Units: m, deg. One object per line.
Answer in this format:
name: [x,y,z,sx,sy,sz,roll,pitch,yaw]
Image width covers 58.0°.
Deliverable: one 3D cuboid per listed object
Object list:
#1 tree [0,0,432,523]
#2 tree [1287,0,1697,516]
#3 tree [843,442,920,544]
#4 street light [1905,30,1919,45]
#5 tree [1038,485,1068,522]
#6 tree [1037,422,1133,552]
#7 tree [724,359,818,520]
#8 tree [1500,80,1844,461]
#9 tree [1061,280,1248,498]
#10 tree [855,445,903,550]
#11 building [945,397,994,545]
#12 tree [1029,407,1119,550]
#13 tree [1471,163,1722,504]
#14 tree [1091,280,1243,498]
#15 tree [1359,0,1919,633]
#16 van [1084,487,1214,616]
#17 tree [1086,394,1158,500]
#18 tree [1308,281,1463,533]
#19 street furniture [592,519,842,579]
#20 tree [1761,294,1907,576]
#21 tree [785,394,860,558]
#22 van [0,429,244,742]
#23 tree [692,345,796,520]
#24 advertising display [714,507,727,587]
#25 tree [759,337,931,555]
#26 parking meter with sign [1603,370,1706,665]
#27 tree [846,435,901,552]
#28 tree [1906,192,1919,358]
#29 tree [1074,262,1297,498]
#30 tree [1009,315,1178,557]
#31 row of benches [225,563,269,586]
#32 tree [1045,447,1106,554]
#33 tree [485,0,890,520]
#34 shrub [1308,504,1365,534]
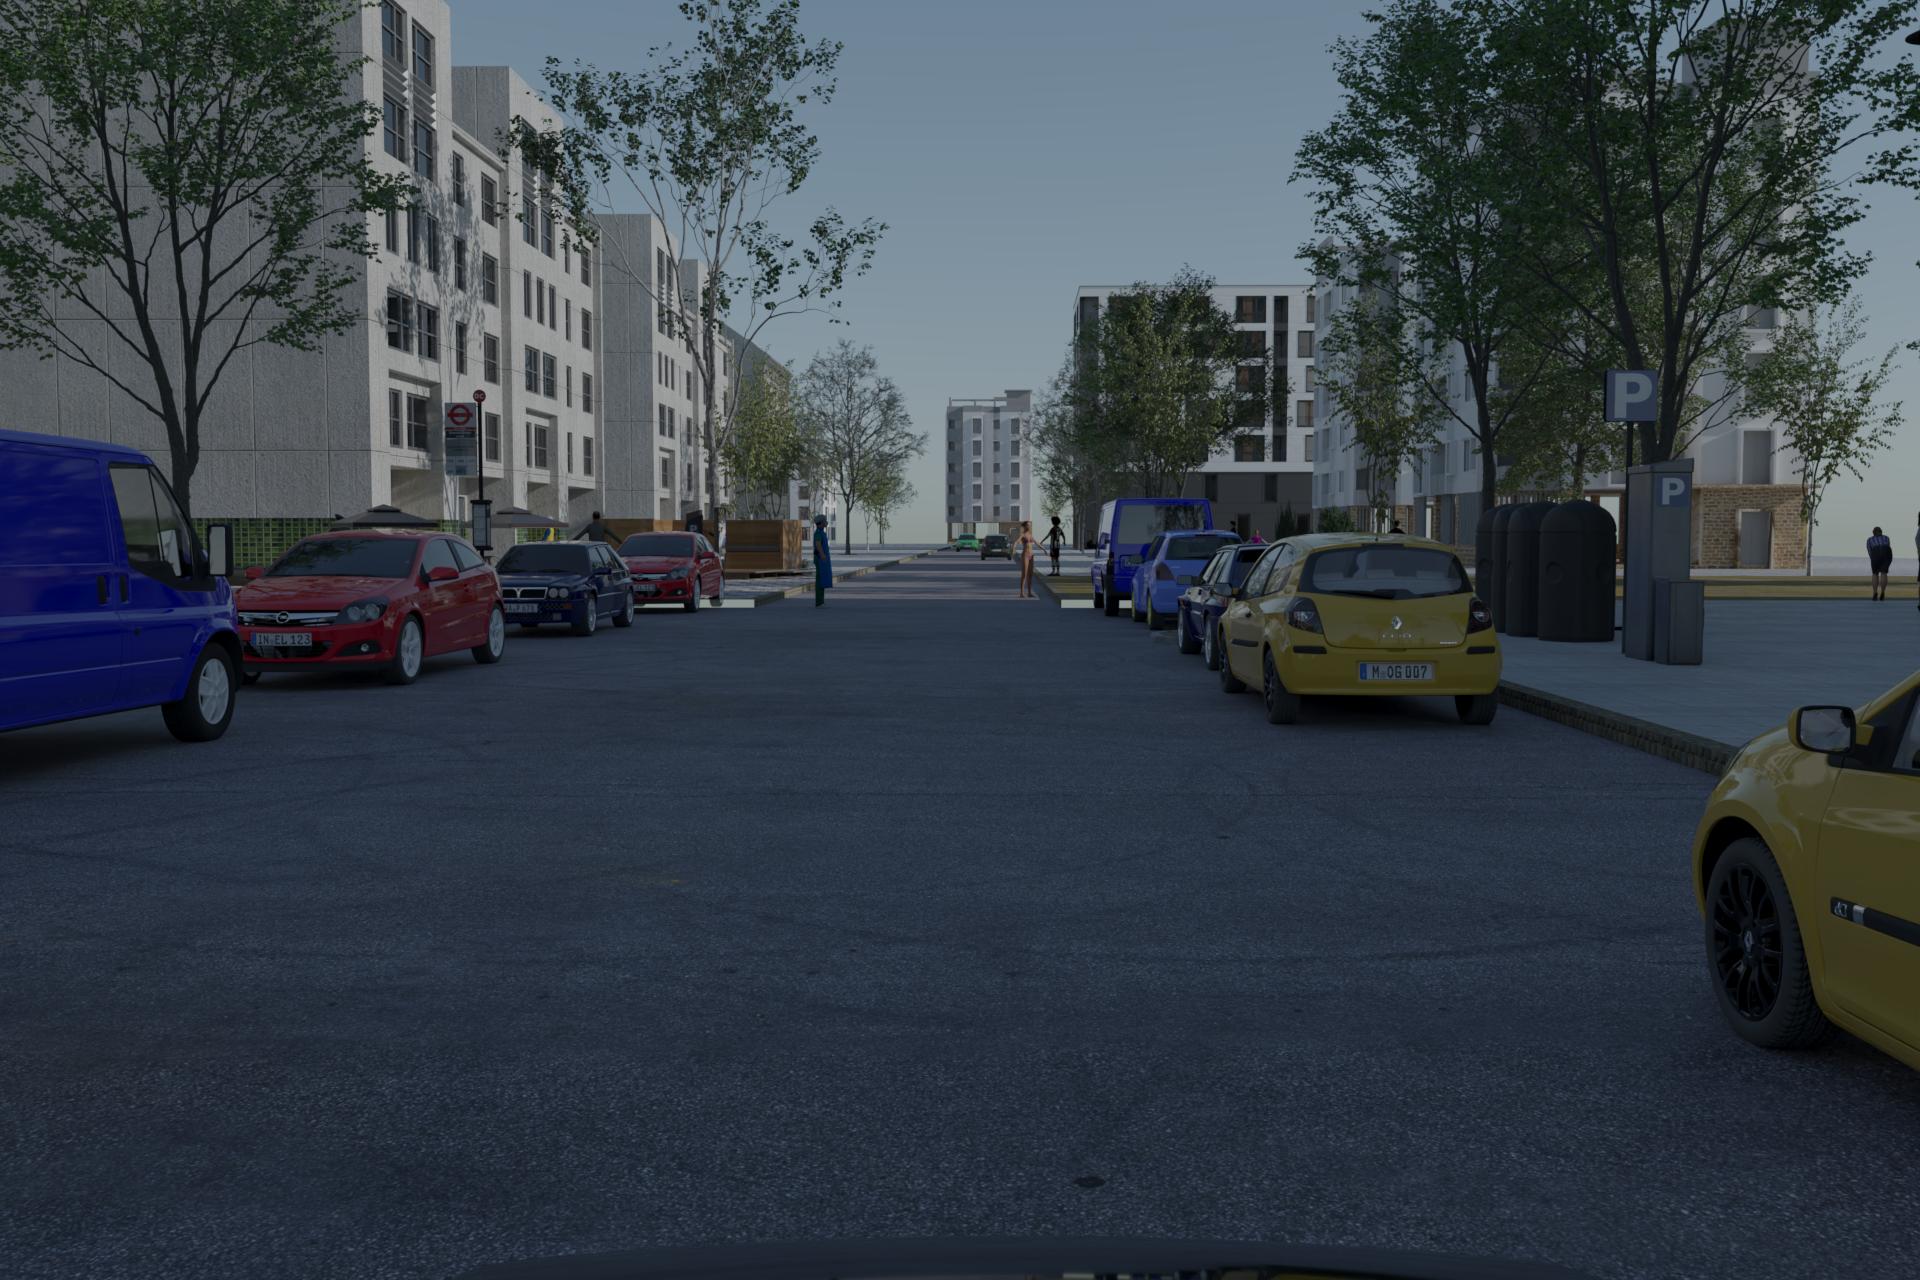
tree: [-11.675,-6.117,25.765,9.928,11.665,9.643,0,3,0]
tree: [9.730,-6.498,32.002,9.928,11.665,9.643,0,3,0]
tree: [-10.542,-19.339,226.565,12.009,13.543,11.850,0,3,0]
street light: [6.955,-2.379,11.682,0.468,5.910,1.993,0,4,1]
tree: [12.498,-17.036,228.905,4.737,8.622,4.395,0,3,0]
tree: [9.267,-11.774,126.922,7.601,10.594,8.767,-1,4,-12]
tree: [-7.857,-7.504,73.060,4.737,8.622,4.395,0,3,0]
tree: [16.673,-7.061,41.200,9.928,11.665,9.643,0,3,0]
tree: [7.931,-8.822,69.997,9.928,11.665,9.643,0,3,0]
tree: [-6.044,-11.625,140.429,4.360,8.622,3.978,0,3,0]
building: [-1.594,-22.749,230.825,11.380,20.090,16.016,0,4,1]
tree: [9.374,-13.006,138.404,9.928,11.665,9.643,0,3,0]
tree: [18.990,-8.188,52.005,7.486,12.596,7.792,0,3,0]
tree: [6.082,-6.161,51.090,4.737,8.622,4.395,0,3,0]
tree: [9.167,-5.928,22.681,9.928,11.665,9.643,0,3,0]
van: [3.479,-1.675,31.778,2.240,2.365,5.245,0,4,0]
tree: [7.622,-7.948,80.314,4.360,8.622,3.978,0,3,0]
tree: [12.265,-6.107,50.211,4.737,8.622,4.395,0,3,0]
street furniture: [-8.455,-2.857,53.560,11.010,1.723,9.812,1,4,12]
tree: [26.184,-6.256,52.646,4.737,8.622,4.395,0,3,0]
tree: [-7.964,-8.640,91.634,4.360,8.622,3.978,0,3,0]
van: [-6.121,-0.359,10.251,2.240,2.365,5.245,0,4,1]
tree: [-8.250,-7.159,67.410,4.737,8.622,4.395,0,3,0]
advertising display: [-5.746,-2.220,41.507,0.123,1.923,0.974,0,4,3]
tree: [-6.890,-12.010,106.727,12.009,13.543,11.850,0,3,0]
parking meter with sign: [7.116,-1.309,17.667,0.543,3.016,1.738,0,4,1]
tree: [-6.614,-10.724,125.701,4.737,8.622,4.395,0,3,0]
tree: [29.138,-8.393,43.882,9.857,13.997,8.962,0,3,0]
tree: [7.692,-7.599,58.654,8.767,10.594,7.601,2,4,35]
tree: [7.776,-11.319,95.438,12.009,13.543,11.850,0,3,0]
row of benches: [-13.740,-1.262,36.102,4.104,0.672,1.422,2,4,30]
tree: [8.020,-9.846,111.338,4.360,8.622,3.978,0,3,0]
tree: [-8.687,-12.193,55.240,12.611,20.169,13.585,0,3,0]
shrub: [9.531,-2.459,44.244,1.661,2.075,1.752,0,3,0]
